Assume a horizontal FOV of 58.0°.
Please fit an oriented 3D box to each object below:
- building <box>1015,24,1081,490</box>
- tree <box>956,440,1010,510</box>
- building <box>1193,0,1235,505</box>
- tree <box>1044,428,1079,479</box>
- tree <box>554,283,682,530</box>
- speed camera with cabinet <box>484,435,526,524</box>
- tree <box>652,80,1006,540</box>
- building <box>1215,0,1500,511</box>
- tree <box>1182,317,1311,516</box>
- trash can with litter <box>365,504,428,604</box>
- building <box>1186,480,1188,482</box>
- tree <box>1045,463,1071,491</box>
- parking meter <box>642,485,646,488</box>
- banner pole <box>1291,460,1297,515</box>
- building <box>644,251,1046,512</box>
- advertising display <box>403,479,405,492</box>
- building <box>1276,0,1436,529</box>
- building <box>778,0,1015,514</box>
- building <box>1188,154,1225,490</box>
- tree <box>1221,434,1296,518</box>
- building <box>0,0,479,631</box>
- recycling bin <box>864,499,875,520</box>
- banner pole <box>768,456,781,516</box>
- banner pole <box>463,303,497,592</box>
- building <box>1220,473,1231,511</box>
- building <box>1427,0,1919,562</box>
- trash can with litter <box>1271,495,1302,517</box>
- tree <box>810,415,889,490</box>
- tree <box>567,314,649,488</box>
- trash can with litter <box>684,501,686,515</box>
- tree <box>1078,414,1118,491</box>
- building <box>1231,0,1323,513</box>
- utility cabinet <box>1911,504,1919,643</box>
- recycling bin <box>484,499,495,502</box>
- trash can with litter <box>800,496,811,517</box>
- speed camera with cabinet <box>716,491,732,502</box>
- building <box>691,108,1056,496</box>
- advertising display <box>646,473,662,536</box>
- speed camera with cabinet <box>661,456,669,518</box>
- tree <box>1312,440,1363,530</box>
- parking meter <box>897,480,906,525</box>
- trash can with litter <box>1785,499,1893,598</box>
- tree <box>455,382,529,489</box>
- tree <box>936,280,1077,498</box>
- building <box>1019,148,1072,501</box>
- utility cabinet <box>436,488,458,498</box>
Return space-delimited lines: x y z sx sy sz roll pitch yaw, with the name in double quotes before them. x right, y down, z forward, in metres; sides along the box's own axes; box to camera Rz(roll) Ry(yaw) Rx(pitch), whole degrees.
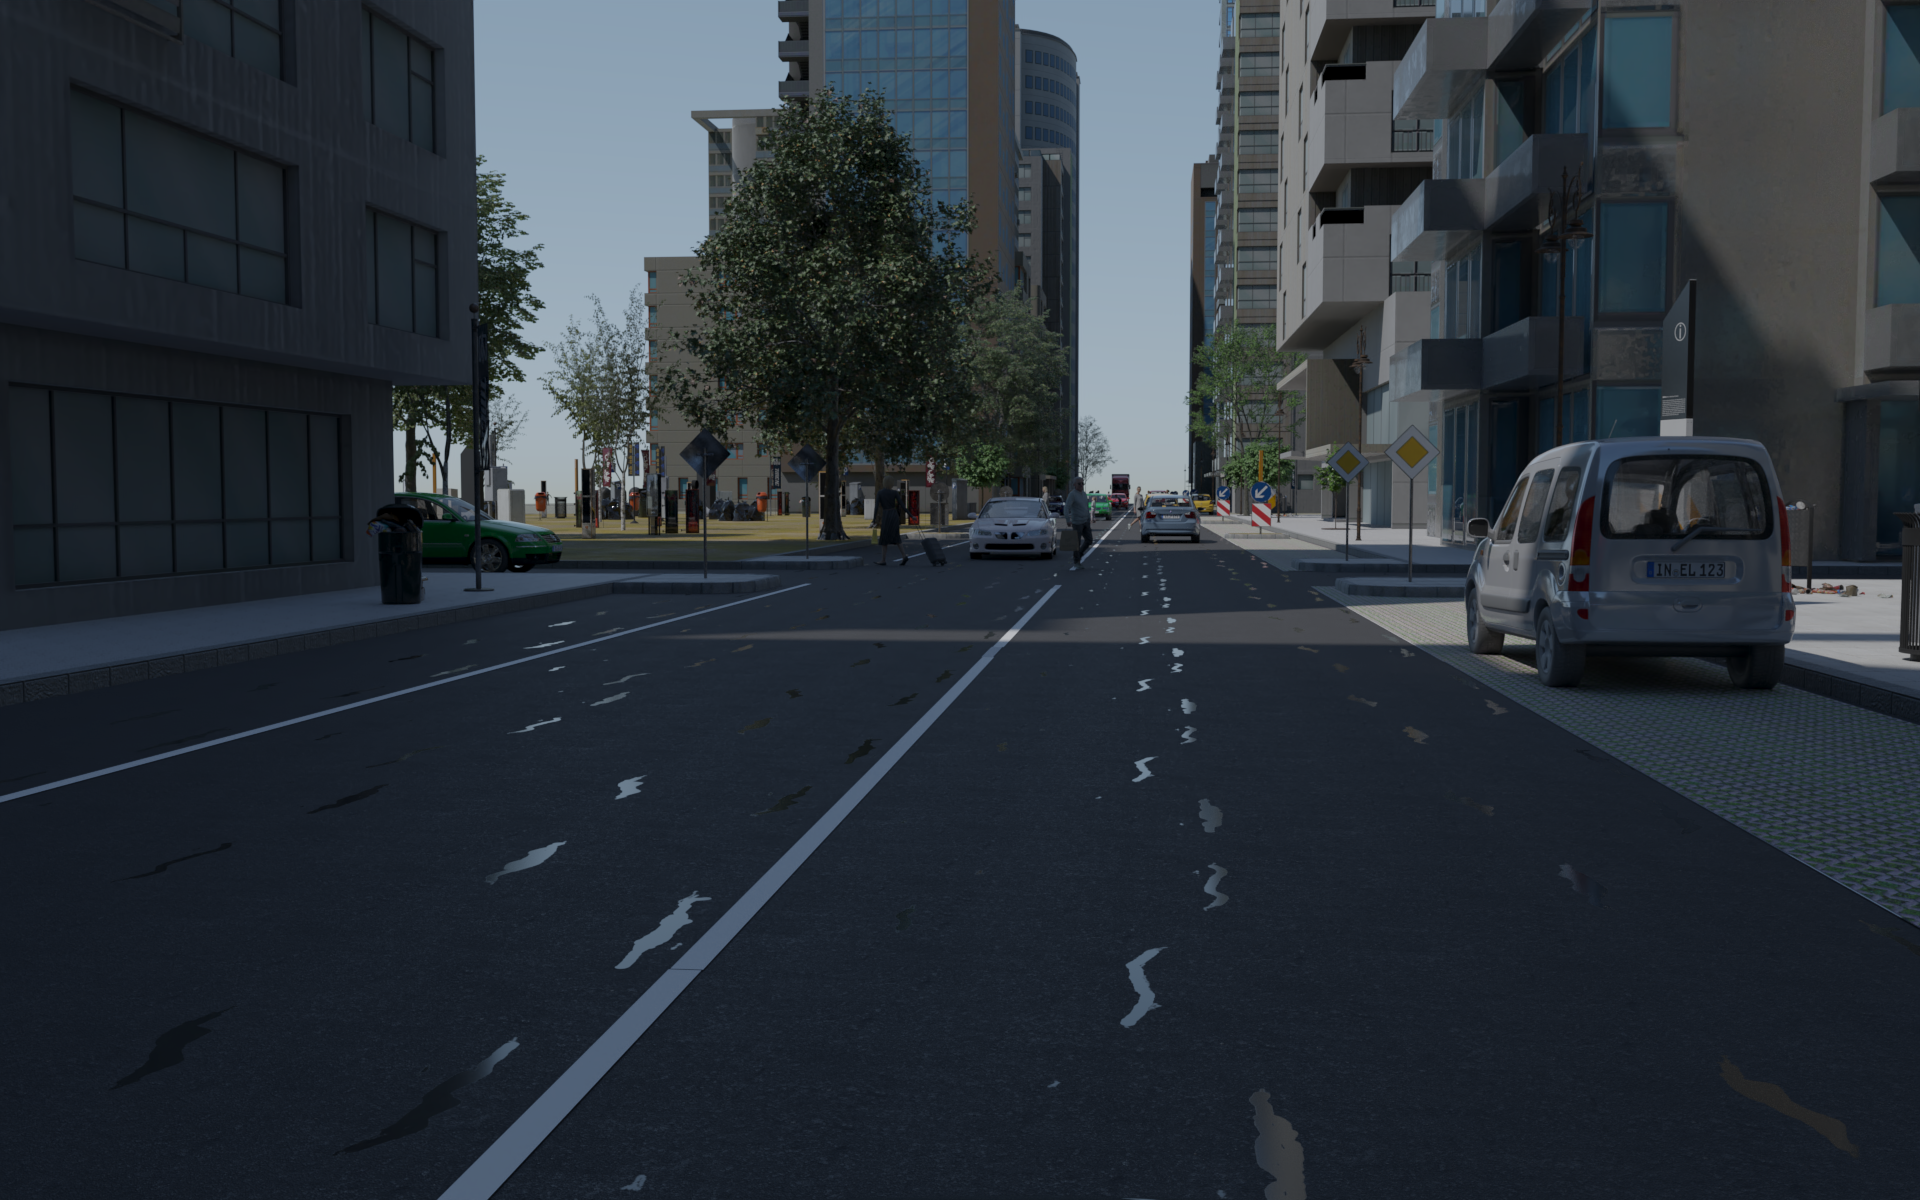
"building" 4.114 -41.491 220.382 21.231 58.520 28.212 0 4 6
"tree" 1.193 -6.821 95.234 4.285 4.588 4.351 0 3 0
"building" 39.382 -54.495 203.661 22.319 86.520 31.000 0 4 6
"tree" 10.381 -14.386 185.569 4.737 8.622 4.395 0 3 0
"tree" -11.877 -6.777 61.162 4.360 8.622 3.978 0 3 0
"speed camera with cabinet" -15.053 -3.848 57.256 0.660 3.252 2.038 -3 4 -38
"tree" -3.566 -8.026 48.230 9.611 12.733 9.660 0 3 0
"building" 35.884 -33.418 166.000 23.786 49.044 30.456 0 4 6
"tree" 16.798 -10.699 100.678 9.928 11.665 9.643 0 3 0
"trash can with litter" -6.630 -0.555 20.456 0.624 1.170 1.055 -1 4 -12
"building" 44.815 -38.515 249.324 23.786 49.044 30.456 0 4 6
"tree" 9.872 -12.006 180.007 4.285 4.588 4.351 0 3 0
"parking meter" -20.252 -6.469 111.471 0.255 1.863 0.399 1 4 9
"banner pole" 20.298 -7.038 105.080 0.401 3.779 0.863 -1 4 -20
"building" -7.722 -18.003 139.385 27.650 21.520 28.899 0 4 6
"advertising display" -24.026 -4.305 75.607 0.123 1.923 0.974 -3 5 -44
"building" 28.347 -29.679 74.484 28.713 52.752 27.495 0 4 6
"building" -3.727 -28.521 116.428 14.600 45.320 14.200 0 4 6
"building" 37.329 -35.334 227.825 14.600 45.320 14.200 0 4 6
"tree" 16.743 -6.750 94.073 4.285 4.588 4.351 0 3 0
"building" -14.332 -20.635 20.970 14.086 41.232 14.154 0 4 6
"recycling bin" -4.373 -4.553 86.987 0.722 1.027 0.722 1 4 11
"banner pole" -10.839 -6.798 101.156 0.863 3.779 0.401 -1 4 -13
"banner pole" -6.259 -1.995 22.634 0.401 3.779 0.863 -2 4 -31
"building" 37.462 -27.297 138.187 32.217 40.220 23.993 0 4 6
"building" 25.850 -25.722 40.163 30.456 49.044 23.786 0 4 6
"trash can with litter" 18.581 -5.362 98.734 1.678 1.210 2.233 0 4 7
"tree" -4.122 -8.097 82.745 4.360 8.622 3.978 0 3 0
"tree" -15.271 -7.423 71.724 4.737 8.622 4.395 0 3 0
"trash can with litter" -16.454 -5.822 106.573 1.055 1.170 0.624 2 4 29
"tree" 19.041 -21.737 265.762 12.009 13.543 11.850 0 3 0
"building" 26.023 -26.708 120.268 14.154 41.232 14.086 0 4 6
"utility cabinet" 8.760 -0.227 14.872 1.020 1.237 0.306 0 4 2
"recycling bin" -26.851 -5.274 98.787 0.722 1.027 0.722 -3 5 -42
"trash can with litter" -8.550 -5.172 95.956 0.624 1.170 1.055 0 4 -1
"speed camera with cabinet" -14.167 -6.483 100.336 2.038 3.252 0.660 -3 5 -44
"building" -7.096 -29.005 166.114 32.217 40.220 23.993 0 4 6
"advertising display" -9.535 -2.981 53.958 0.123 1.923 0.974 -2 4 -32
"speed camera with cabinet" -15.302 -5.835 89.742 0.660 3.252 2.038 0 4 1
"tree" 13.433 -4.148 62.417 1.663 3.219 1.824 0 3 0
"parking meter" -2.462 -4.112 72.941 0.255 1.863 0.399 -2 4 -28
"trash can with litter" 10.967 -0.689 22.318 1.678 1.210 2.233 -1 4 -14
"tree" -24.829 -8.561 90.334 4.360 8.622 3.978 0 3 0
"tree" 2.007 -11.986 102.634 9.857 13.997 8.962 0 3 0
"building" 5.561 -31.555 199.525 14.154 41.232 14.086 0 4 6
"utility cabinet" -19.758 -3.555 66.802 0.318 1.500 1.173 -3 5 -44
